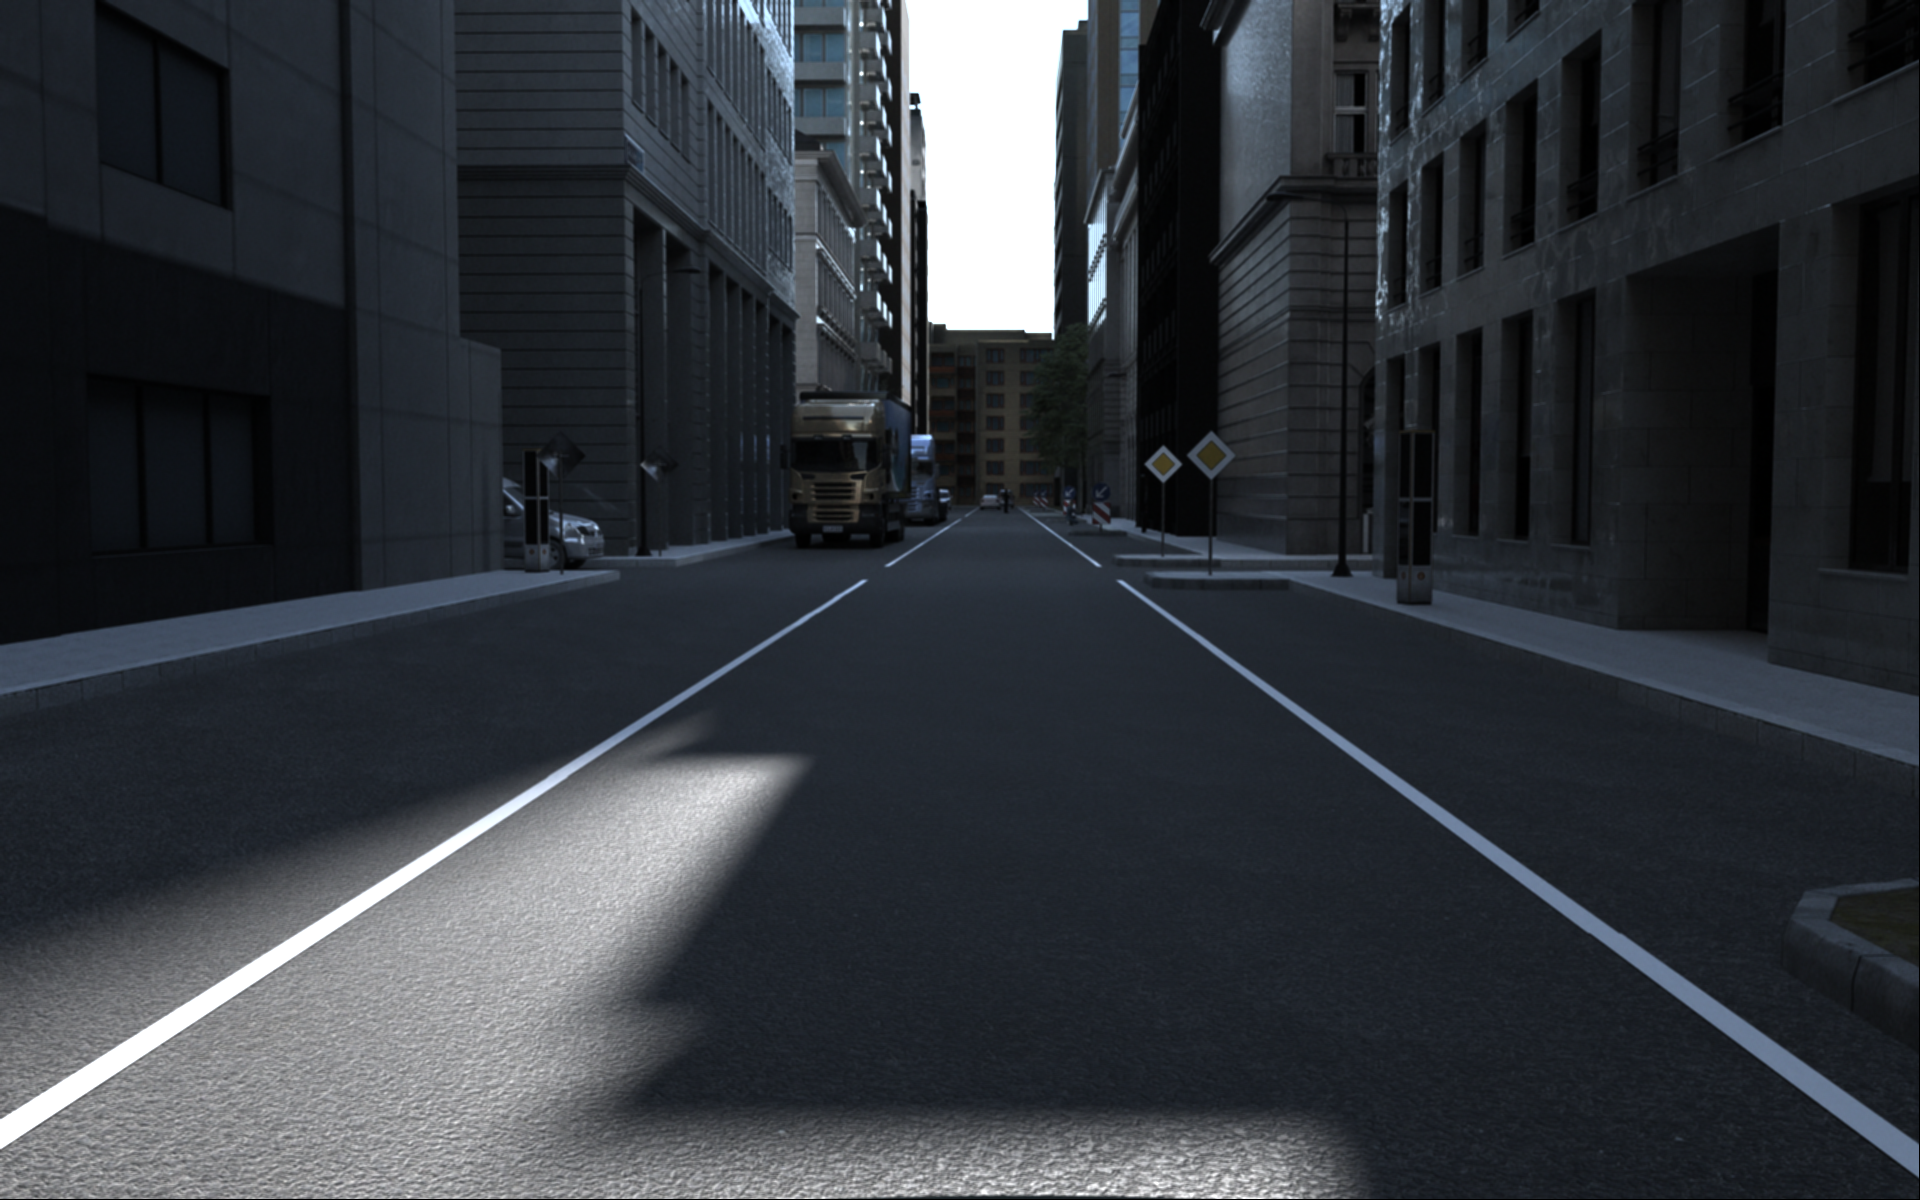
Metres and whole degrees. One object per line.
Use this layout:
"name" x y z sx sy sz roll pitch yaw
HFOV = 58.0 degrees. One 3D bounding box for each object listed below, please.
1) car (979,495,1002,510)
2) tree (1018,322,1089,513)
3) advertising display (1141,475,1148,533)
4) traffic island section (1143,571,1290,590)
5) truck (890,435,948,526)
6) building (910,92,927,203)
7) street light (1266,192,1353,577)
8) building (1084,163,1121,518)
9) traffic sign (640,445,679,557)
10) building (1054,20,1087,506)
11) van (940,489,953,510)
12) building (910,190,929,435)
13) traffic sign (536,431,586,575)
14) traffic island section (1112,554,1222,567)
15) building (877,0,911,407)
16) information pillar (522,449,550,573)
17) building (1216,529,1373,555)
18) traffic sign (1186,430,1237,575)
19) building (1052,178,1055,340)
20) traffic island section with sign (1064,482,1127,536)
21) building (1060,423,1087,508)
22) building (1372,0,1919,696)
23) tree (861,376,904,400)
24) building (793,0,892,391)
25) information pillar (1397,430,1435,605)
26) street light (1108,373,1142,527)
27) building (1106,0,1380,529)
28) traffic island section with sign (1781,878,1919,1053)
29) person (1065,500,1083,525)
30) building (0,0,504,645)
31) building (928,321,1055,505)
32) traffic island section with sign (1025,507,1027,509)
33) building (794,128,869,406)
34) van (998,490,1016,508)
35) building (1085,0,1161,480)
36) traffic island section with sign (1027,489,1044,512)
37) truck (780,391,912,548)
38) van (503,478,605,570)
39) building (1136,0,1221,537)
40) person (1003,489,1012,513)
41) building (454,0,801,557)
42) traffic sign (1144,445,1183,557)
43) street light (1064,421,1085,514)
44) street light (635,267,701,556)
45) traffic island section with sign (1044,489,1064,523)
"car" 2.821 -9.007 159.629 2.083 1.381 4.827 0 4 2
"tree" 7.599 -12.041 114.995 7.486 12.596 7.792 0 3 0
"advertising display" 6.120 -3.199 57.511 0.123 1.923 0.974 1 4 13
"traffic island section" 3.972 -0.311 27.360 2.009 0.180 2.903 0 4 1
"truck" -2.147 -5.797 84.544 2.967 4.110 18.799 0 4 2
"building" -10.467 -30.299 178.980 14.086 41.232 14.154 0 4 1
"street light" 5.410 -3.320 26.823 1.470 5.913 1.316 0 4 1
"building" 12.549 -15.420 101.267 9.793 20.994 18.267 0 4 1
"traffic sign" -6.158 -1.950 35.523 0.795 2.450 0.064 0 4 1
"building" 20.551 -33.704 174.756 21.300 48.544 21.600 0 4 1
"van" -1.620 -9.083 155.518 2.013 2.044 4.112 0 3 0
"building" -10.232 -23.974 163.678 14.160 30.474 14.107 0 4 1
"traffic sign" -6.343 -1.462 27.540 0.795 2.450 0.064 0 4 1
"traffic island section" 4.156 -0.799 35.343 2.009 0.180 2.903 0 4 1
"building" -11.496 -30.456 148.068 14.600 45.320 14.200 0 4 1
"information pillar" -6.941 -1.461 28.376 0.304 2.012 0.304 1 4 21
"building" 18.520 -12.201 41.282 24.055 21.916 13.314 0 4 1
"traffic sign" 3.948 -1.446 27.283 0.795 2.450 0.064 0 4 1
"building" 17.930 -31.646 201.012 14.086 41.232 14.154 0 4 1
"traffic island section with sign" 4.738 -3.141 59.976 1.989 1.847 2.006 0 4 1
"building" 20.373 -51.050 147.343 22.319 86.520 31.000 0 4 1
"building" 11.448 -9.984 17.991 10.420 20.320 16.860 0 4 1
"tree" -5.266 -9.699 108.938 4.360 8.622 3.978 0 3 0
"building" -16.555 -30.958 125.779 23.786 49.044 30.456 0 4 1
"information pillar" 5.292 -0.956 20.117 0.304 2.012 0.304 -1 4 -15
"street light" 6.384 -5.767 66.832 1.470 5.913 1.316 0 4 1
"building" 14.107 -14.573 80.076 13.314 21.916 24.055 0 4 1
"traffic island section with sign" 3.463 0.239 4.726 1.989 1.847 2.006 0 4 1
"person" 5.170 -4.013 79.610 0.738 1.151 1.012 -1 4 -15
"building" -18.278 -35.416 17.302 20.611 71.187 20.563 0 4 1
"building" -3.421 -22.198 207.981 28.899 21.520 27.650 0 4 1
"traffic island section with sign" 7.153 -9.571 165.110 1.989 1.847 2.006 0 4 1
"building" -11.255 -14.307 84.829 10.553 20.767 40.483 0 4 1
"van" 4.572 -10.185 173.531 2.013 2.044 4.112 0 4 1
"building" 16.411 -29.055 125.155 14.600 45.320 14.200 0 4 1
"traffic island section with sign" 6.523 -7.873 137.347 1.989 1.847 2.006 0 4 1
"truck" -3.038 -3.709 49.556 2.839 4.237 11.283 0 4 3
"van" -8.778 -1.560 32.515 4.112 2.044 2.013 0 4 3
"building" 12.873 -14.045 59.311 12.332 23.373 15.834 0 4 1
"person" 3.543 -7.539 131.781 0.705 1.821 1.348 -2 4 -28
"building" -11.847 -16.635 49.481 11.434 29.767 29.804 0 4 1
"traffic sign" 4.133 -1.934 35.266 0.795 2.450 0.064 0 4 1
"street light" 7.295 -8.427 110.323 1.470 5.913 1.316 0 4 1
"street light" -6.000 -3.858 35.624 1.470 5.913 1.316 0 4 1
"traffic island section with sign" 5.351 -4.791 86.956 1.989 1.847 2.006 0 4 1
